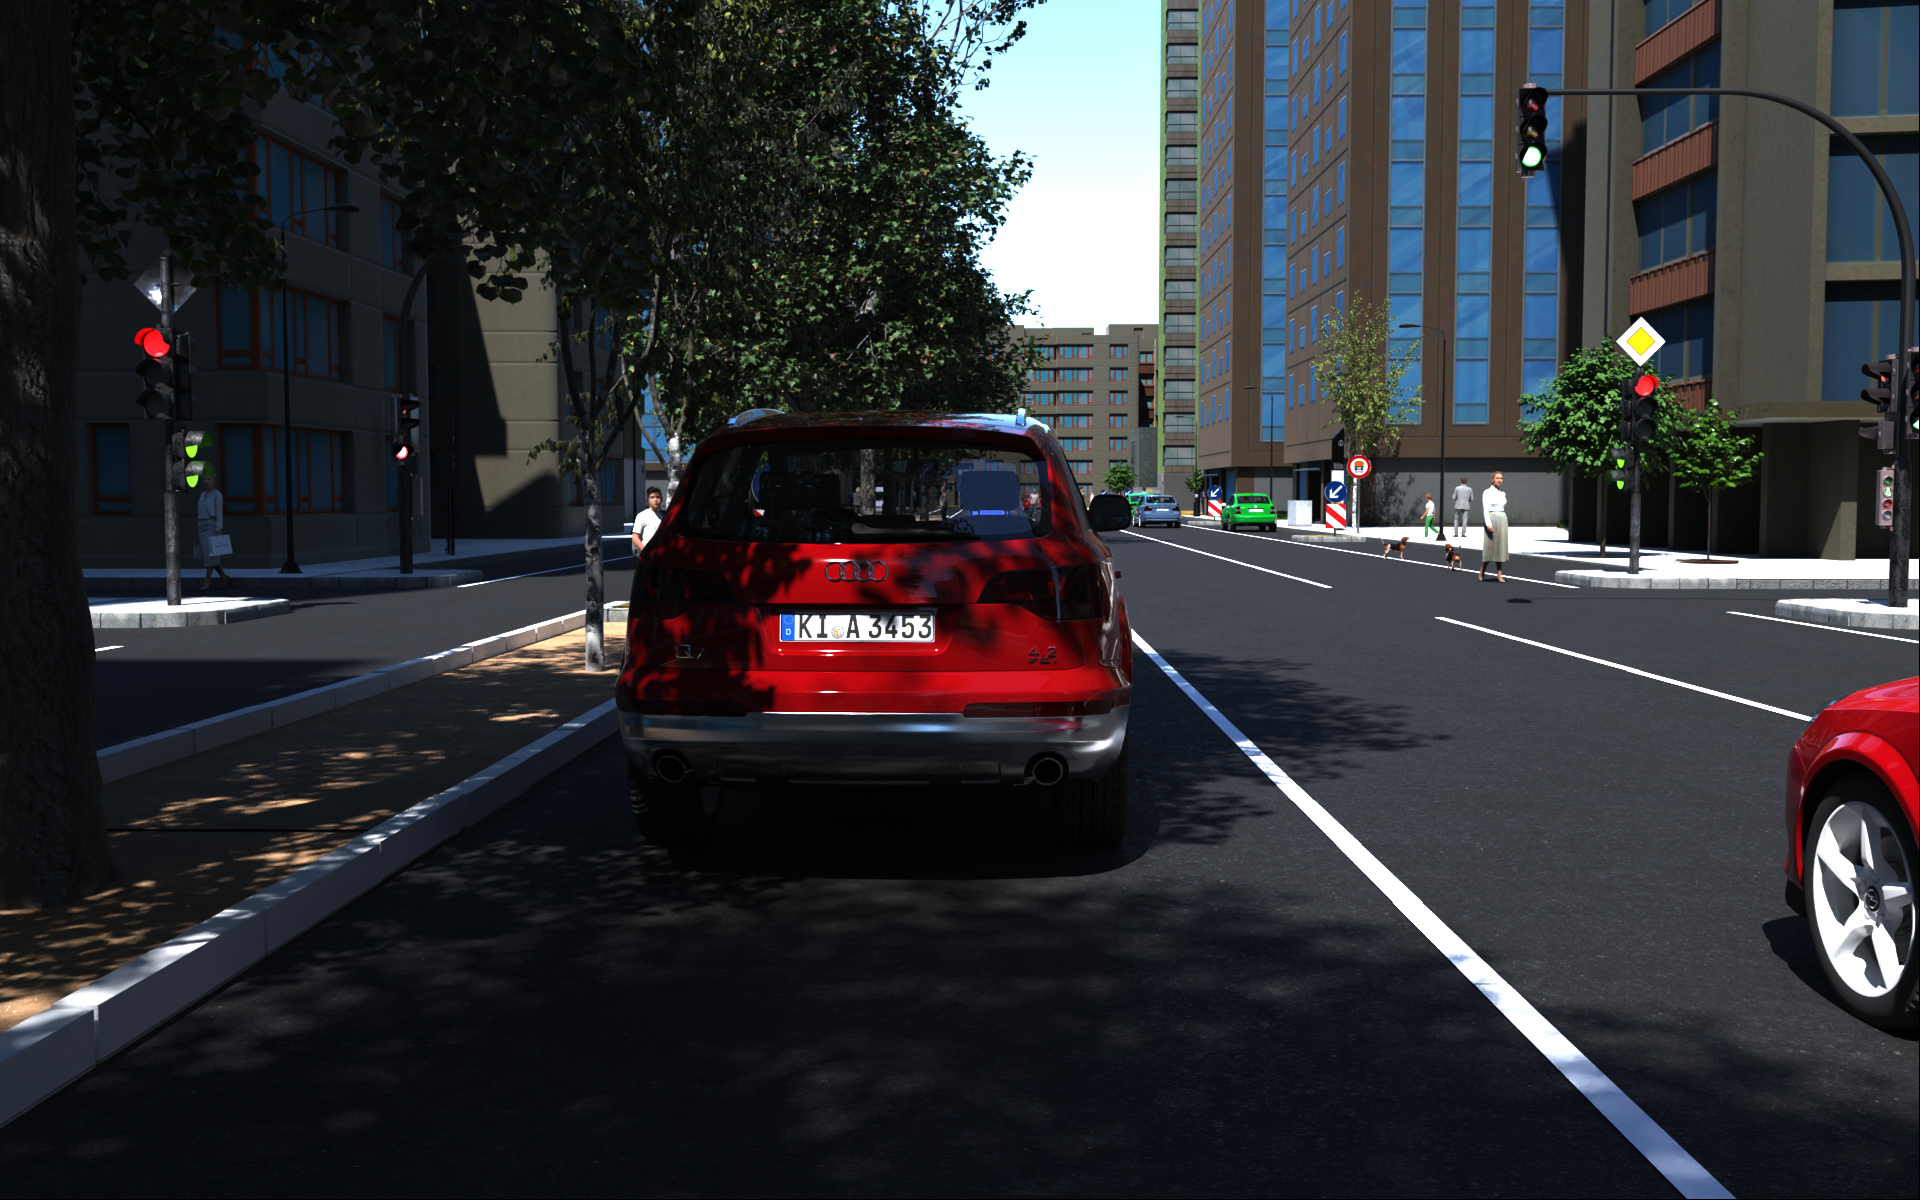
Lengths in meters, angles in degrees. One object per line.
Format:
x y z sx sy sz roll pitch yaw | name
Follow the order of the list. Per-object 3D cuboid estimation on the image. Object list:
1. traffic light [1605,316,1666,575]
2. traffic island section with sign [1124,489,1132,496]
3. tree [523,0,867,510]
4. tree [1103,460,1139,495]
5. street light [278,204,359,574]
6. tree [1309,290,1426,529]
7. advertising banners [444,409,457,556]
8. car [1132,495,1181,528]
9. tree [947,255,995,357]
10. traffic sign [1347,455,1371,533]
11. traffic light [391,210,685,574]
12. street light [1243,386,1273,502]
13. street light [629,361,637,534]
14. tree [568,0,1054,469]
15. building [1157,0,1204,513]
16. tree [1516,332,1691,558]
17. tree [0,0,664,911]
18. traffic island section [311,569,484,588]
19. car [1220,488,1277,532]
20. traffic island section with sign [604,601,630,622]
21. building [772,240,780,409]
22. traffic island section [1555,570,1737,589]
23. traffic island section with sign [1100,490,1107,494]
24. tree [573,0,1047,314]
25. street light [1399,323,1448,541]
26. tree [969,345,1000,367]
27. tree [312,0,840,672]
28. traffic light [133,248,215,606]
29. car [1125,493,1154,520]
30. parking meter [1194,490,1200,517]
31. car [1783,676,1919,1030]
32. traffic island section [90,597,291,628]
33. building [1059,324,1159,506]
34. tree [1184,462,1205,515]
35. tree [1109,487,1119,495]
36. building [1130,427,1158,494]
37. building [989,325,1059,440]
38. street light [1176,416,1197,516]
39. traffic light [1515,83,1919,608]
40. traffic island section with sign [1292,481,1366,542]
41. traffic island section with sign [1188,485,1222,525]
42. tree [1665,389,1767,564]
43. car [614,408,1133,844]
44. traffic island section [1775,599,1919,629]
10.743 -2.362 27.541 0.839 4.253 0.868 0 4 1 | traffic light
12.435 -7.421 129.960 1.989 1.847 2.006 0 4 1 | traffic island section with sign
-3.007 -3.992 18.084 4.360 8.622 3.978 0 3 0 | tree
15.327 -11.088 165.006 4.285 4.588 4.351 0 3 0 | tree
-10.316 -3.386 27.901 1.470 5.913 1.316 0 4 1 | street light
14.762 -6.929 63.648 4.737 8.622 4.395 0 3 0 | tree
-10.723 -2.463 36.453 0.090 3.025 2.074 -1 4 -22 | advertising banners
8.473 -3.828 74.591 2.014 1.417 4.499 0 4 0 | car
-2.275 -8.664 69.862 9.928 11.665 9.643 0 3 0 | tree
13.007 -3.450 56.521 0.768 2.556 0.104 1 4 10 | traffic sign
-6.823 -3.252 27.841 4.771 5.953 1.251 0 4 1 | traffic light
12.922 -6.257 74.847 1.470 5.913 1.316 0 4 1 | street light
-9.902 -5.073 55.488 1.470 5.913 1.316 0 4 1 | street light
-2.948 -6.945 33.018 9.611 12.733 9.660 0 3 0 | tree
22.753 -27.809 138.265 14.154 41.232 14.086 0 4 1 | building
13.126 -3.140 35.049 4.285 4.588 4.351 0 3 0 | tree
-3.433 -5.920 5.904 9.857 13.997 8.962 0 3 0 | tree
-8.956 -0.348 27.975 2.009 0.180 2.903 0 4 1 | traffic island section
11.145 -3.560 67.000 1.959 1.807 4.718 0 4 2 | car
-3.015 -0.733 20.128 2.006 1.907 1.989 0 4 1 | traffic island section with sign
-25.849 -17.605 132.888 27.650 21.520 28.899 0 4 1 | building
10.783 -0.329 27.654 2.009 0.180 2.903 0 4 1 | traffic island section
12.870 -9.069 156.911 1.989 1.847 2.006 0 4 1 | traffic island section with sign
-3.524 -11.354 43.991 12.611 20.169 13.585 0 3 0 | tree
12.636 -4.570 47.258 1.470 5.913 1.316 0 4 1 | street light
-1.857 -9.987 83.871 7.486 12.596 7.792 0 3 0 | tree
-2.898 -3.708 13.442 4.737 8.622 4.395 0 3 0 | tree
-9.045 -1.892 19.856 0.839 4.253 0.868 0 4 1 | traffic light
8.660 -4.577 83.634 1.959 1.807 4.718 0 4 -1 | car
13.443 -5.496 98.266 0.372 1.533 0.369 0 3 0 | parking meter
3.323 0.346 3.376 2.155 1.783 4.494 0 4 0 | car
-9.084 0.140 19.991 2.009 0.180 2.903 0 4 1 | traffic island section
25.150 -21.812 201.660 28.899 21.520 27.650 0 4 1 | building
14.398 -6.775 105.378 1.663 3.219 1.824 0 3 0 | tree
15.587 -10.910 172.975 1.663 3.219 1.824 0 3 0 | tree
28.354 -51.781 159.297 22.319 86.520 31.000 0 4 1 | building
-3.734 -21.883 202.831 28.899 21.520 27.650 0 4 1 | building
13.450 -7.958 102.654 1.470 5.913 1.316 0 4 1 | street light
8.521 -2.739 19.449 4.771 5.953 1.251 0 4 1 | traffic light
11.194 -2.702 52.806 1.989 1.847 2.006 0 4 1 | traffic island section with sign
11.645 -4.400 80.567 1.989 1.847 2.006 0 4 1 | traffic island section with sign
13.775 -2.290 32.047 1.663 3.219 1.824 0 3 0 | tree
-0.252 0.001 8.664 2.281 1.827 5.304 0 4 3 | car
10.654 0.160 19.670 2.009 0.180 2.903 0 4 1 | traffic island section
